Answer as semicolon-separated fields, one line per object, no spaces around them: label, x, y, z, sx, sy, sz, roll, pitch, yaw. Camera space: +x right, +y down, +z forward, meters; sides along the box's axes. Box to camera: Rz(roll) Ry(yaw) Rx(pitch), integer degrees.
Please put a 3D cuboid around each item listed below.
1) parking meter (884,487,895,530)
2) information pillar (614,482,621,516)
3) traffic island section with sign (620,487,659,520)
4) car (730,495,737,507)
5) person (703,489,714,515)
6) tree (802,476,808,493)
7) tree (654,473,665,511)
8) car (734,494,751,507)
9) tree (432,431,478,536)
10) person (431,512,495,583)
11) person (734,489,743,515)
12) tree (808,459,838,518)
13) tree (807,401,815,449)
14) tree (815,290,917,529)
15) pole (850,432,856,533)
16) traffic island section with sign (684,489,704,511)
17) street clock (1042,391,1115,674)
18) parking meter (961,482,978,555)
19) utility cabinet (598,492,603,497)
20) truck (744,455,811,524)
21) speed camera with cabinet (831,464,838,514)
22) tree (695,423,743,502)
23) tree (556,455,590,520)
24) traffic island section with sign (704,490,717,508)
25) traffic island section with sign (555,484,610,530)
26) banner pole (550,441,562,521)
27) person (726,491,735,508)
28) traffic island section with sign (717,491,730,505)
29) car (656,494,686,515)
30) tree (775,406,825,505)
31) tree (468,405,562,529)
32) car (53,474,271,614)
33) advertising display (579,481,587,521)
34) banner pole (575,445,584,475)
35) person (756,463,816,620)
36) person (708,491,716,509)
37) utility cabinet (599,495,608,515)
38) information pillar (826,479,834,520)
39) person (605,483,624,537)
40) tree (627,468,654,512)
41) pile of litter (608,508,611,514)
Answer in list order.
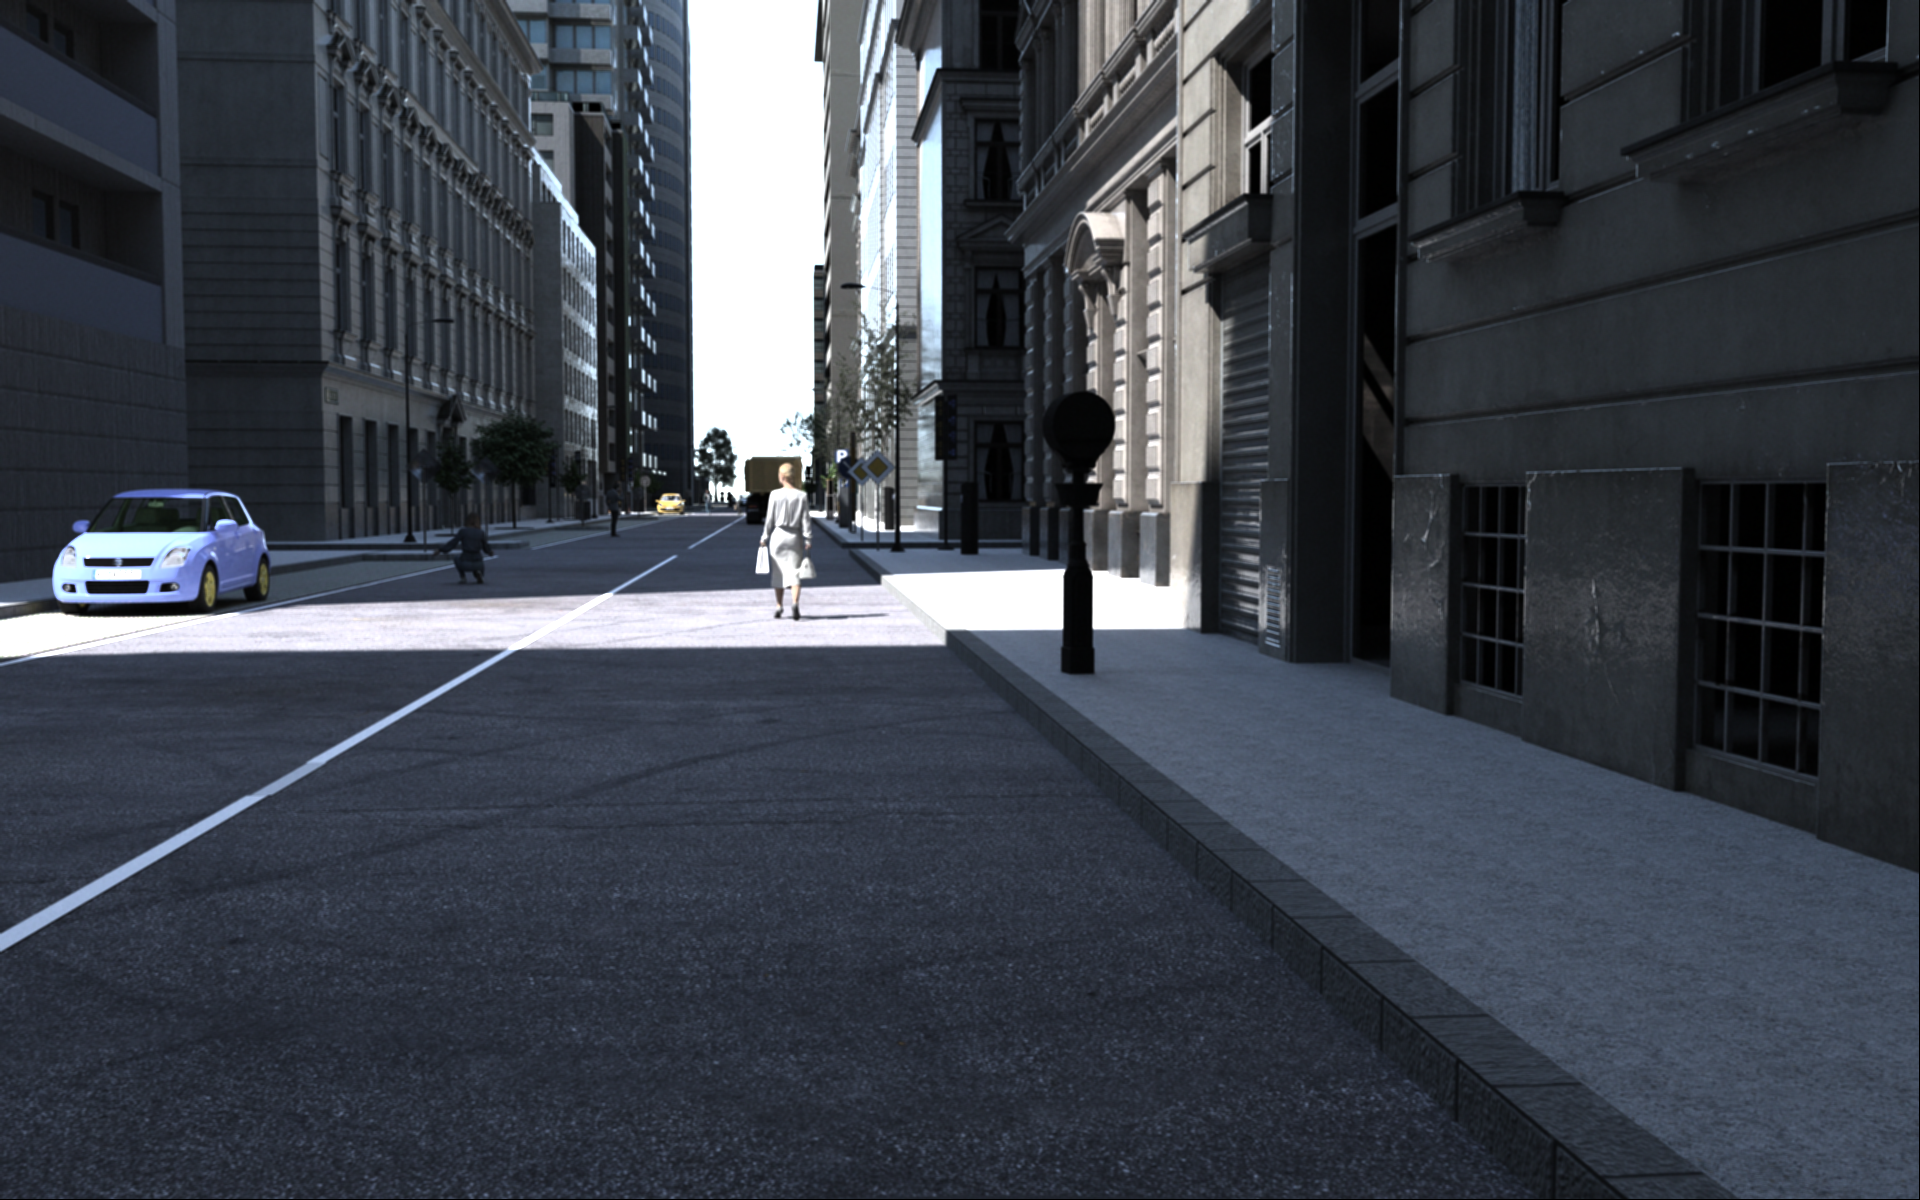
parking meter;-2.492;-3.231;61.245;0.372;1.533;0.369;0;3;0
information pillar;-20.135;-5.955;101.857;0.304;2.012;0.304;2;4;27
traffic island section with sign;-17.679;-5.317;95.554;1.989;1.847;2.006;0;4;-6
car;-25.110;-11.171;195.225;1.945;1.354;3.894;0;4;-7
person;-17.221;-6.700;118.387;0.623;1.781;0.721;-2;4;-32
tree;-14.086;-10.389;164.461;1.663;3.219;1.824;0;3;0
tree;-23.471;-8.383;131.657;1.663;3.219;1.824;0;3;0
car;-21.645;-9.930;174.156;2.131;1.459;4.920;0;4;-6
tree;-15.391;-3.564;52.875;1.663;3.219;1.824;0;3;0
person;-7.980;-0.849;27.879;1.012;1.151;0.738;-1;4;-21
person;-15.016;-6.641;117.570;0.515;1.767;0.782;-1;4;-18
tree;-6.978;-6.138;94.964;1.663;3.219;1.824;0;3;0
tree;-9.098;-10.759;126.274;4.360;8.622;3.978;0;3;0
tree;-3.062;-6.888;62.986;4.360;8.622;3.978;0;3;0
pole;-3.507;-3.854;56.848;0.158;3.312;0.155;0;3;0
traffic island section with sign;-22.798;-8.386;145.735;1.989;1.847;2.006;0;4;-6
street clock;0.845;-0.477;12.371;0.471;2.002;0.358;-1;4;-17
parking meter;0.203;-1.741;36.883;0.372;1.533;0.369;0;3;0
utility cabinet;-23.057;-6.133;108.951;1.173;1.500;0.318;-1;4;-20
truck;-9.150;-5.497;85.800;3.469;3.379;9.791;0;4;-4
speed camera with cabinet;-8.318;-7.270;113.201;0.660;3.252;2.038;0;4;6
tree;-39.293;-22.126;278.767;9.611;12.733;9.660;0;3;0
tree;-19.119;-5.586;85.937;1.663;3.219;1.824;0;3;0
traffic island section with sign;-25.523;-10.026;172.552;1.989;1.847;2.006;0;4;-6
traffic island section with sign;-14.949;-3.676;68.737;1.989;1.847;2.006;0;4;-6
banner pole;-19.209;-5.633;82.121;0.863;3.779;0.401;3;5;42
person;-23.905;-10.476;180.336;0.990;1.755;0.434;1;4;13
traffic island section with sign;-31.071;-13.353;226.944;1.989;1.847;2.006;0;4;-6
car;-19.890;-6.668;119.244;2.015;1.641;3.980;0;4;-7
tree;-18.212;-17.147;206.112;9.928;11.665;9.643;0;3;0
tree;-16.413;-4.910;63.993;4.285;4.588;4.351;0;3;0
car;-9.950;-0.743;21.735;1.945;1.707;3.694;0;4;-7
advertising display;-17.999;-4.740;82.709;0.123;1.923;0.974;0;4;5
banner pole;-19.292;-5.994;88.021;0.863;3.779;0.401;3;4;36
person;-1.999;-0.667;19.758;0.694;1.780;0.624;0;4;1
person;-23.259;-9.285;161.018;1.217;1.736;0.721;-1;4;-11
utility cabinet;-21.645;-5.744;105.079;0.306;1.237;1.020;-2;4;-26
information pillar;-6.506;-5.024;86.638;0.304;2.012;0.304;-1;4;-22
person;-11.653;-3.044;58.450;0.473;1.802;0.592;-3;5;-39
tree;-23.459;-8.059;126.358;1.663;3.219;1.824;0;3;0
pile of litter;-23.758;-6.232;115.859;1.176;0.858;1.719;0;4;-7
